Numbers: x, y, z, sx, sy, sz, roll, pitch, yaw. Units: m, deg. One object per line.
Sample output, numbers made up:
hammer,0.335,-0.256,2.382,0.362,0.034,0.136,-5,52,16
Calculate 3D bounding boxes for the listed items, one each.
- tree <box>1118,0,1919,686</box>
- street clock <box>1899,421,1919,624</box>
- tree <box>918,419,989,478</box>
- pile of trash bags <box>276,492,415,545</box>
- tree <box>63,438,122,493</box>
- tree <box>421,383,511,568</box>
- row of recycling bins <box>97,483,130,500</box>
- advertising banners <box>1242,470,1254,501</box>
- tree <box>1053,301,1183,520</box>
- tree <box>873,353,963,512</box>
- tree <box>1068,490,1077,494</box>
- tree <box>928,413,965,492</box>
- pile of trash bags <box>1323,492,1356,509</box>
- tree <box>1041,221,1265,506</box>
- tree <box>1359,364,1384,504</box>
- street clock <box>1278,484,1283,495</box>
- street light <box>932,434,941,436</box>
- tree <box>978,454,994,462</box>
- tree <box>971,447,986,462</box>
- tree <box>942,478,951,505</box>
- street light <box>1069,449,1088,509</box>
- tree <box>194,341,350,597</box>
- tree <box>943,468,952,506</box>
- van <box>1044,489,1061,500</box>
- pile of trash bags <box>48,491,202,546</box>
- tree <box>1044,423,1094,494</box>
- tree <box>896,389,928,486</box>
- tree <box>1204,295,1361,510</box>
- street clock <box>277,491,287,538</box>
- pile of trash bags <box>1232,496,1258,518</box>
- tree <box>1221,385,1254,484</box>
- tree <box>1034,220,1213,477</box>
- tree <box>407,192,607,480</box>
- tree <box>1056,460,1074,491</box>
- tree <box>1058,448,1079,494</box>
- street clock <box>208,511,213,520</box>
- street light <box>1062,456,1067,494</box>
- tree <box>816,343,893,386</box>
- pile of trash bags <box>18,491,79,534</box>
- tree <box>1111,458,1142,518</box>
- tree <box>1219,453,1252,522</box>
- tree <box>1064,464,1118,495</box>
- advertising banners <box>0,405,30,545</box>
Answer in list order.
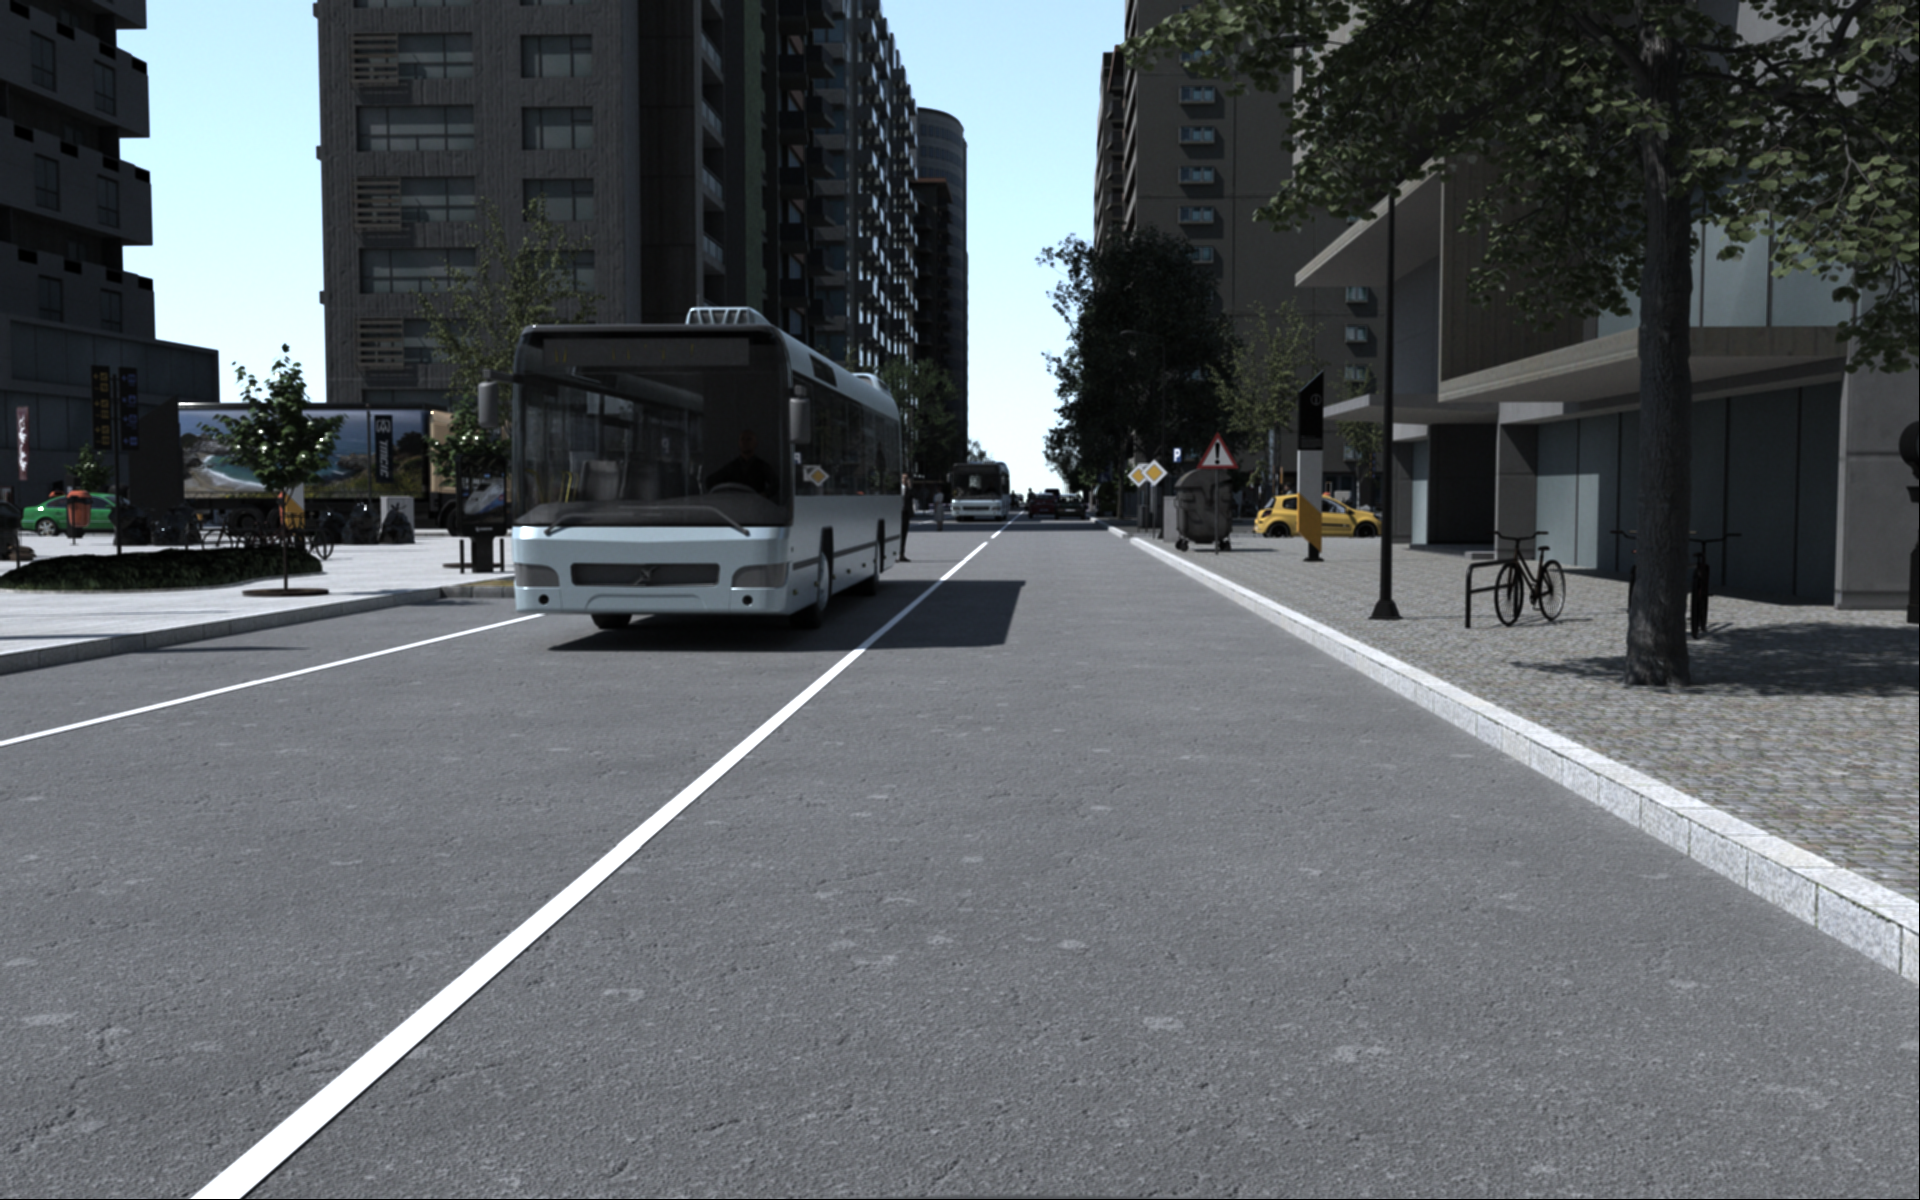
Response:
tree,4.540,-5.729,11.791,7.486,12.596,7.792,0,3,0
street clock,9.532,-0.767,17.103,0.471,2.002,0.358,-1,4,-11
tree,-0.583,-16.489,204.011,8.767,10.594,7.601,0,4,-8
pile of trash bags,-15.714,-2.092,43.951,1.912,1.369,3.447,2,4,35
tree,-30.332,-4.009,60.155,1.663,3.219,1.824,0,3,0
tree,-8.700,-2.191,30.426,1.663,3.219,1.824,0,3,0
row of recycling bins,-31.209,-3.559,65.301,3.534,1.692,1.069,1,4,14
advertising banners,20.768,-8.028,127.449,2.074,3.025,0.090,0,4,-6
tree,8.151,-9.830,86.469,9.928,11.665,9.643,0,3,0
tree,-3.752,-12.285,126.619,9.928,11.665,9.643,0,3,0
tree,16.971,-16.048,256.992,1.663,3.219,1.824,0,3,0
tree,-1.961,-12.359,152.428,4.360,8.622,3.978,0,3,0
pile of trash bags,19.581,-4.954,90.743,1.912,1.369,3.447,0,4,-4
tree,8.157,-9.548,73.118,9.611,12.733,9.660,0,3,0
tree,22.281,-8.893,95.757,4.737,8.622,4.395,0,3,0
street clock,22.462,-7.147,121.431,0.358,2.002,0.471,0,4,3
street light,-2.217,-9.932,134.922,1.470,5.913,1.316,0,4,3
tree,4.326,-20.868,291.557,4.737,8.622,4.395,0,3,0
tree,2.491,-18.928,259.833,4.360,8.622,3.978,0,3,0
tree,-1.322,-11.353,180.220,1.663,3.219,1.824,0,3,0
street light,10.032,-10.544,144.928,1.470,5.913,1.316,0,4,3
tree,-8.484,-1.674,21.966,1.663,3.219,1.824,0,3,0
tree,-0.323,-12.654,190.598,4.285,4.588,4.351,0,3,0
van,10.672,-12.085,201.969,2.240,2.365,5.245,0,4,1
pile of trash bags,-20.875,-2.073,43.641,3.447,1.369,1.912,0,4,6
tree,13.987,-17.206,215.733,8.767,10.594,7.601,2,4,29
tree,-4.698,-10.044,114.583,4.360,8.622,3.978,0,3,0
tree,11.474,-6.943,63.887,4.737,8.622,4.395,0,3,0
street clock,-19.730,-2.811,50.537,0.358,2.002,0.471,1,4,10
pile of trash bags,14.384,-5.117,93.418,3.447,1.369,1.912,1,4,10
tree,16.143,-9.486,105.463,4.360,8.622,3.978,0,3,0
tree,11.276,-16.002,117.518,12.611,20.169,13.585,0,3,0
tree,-10.711,-5.582,41.624,4.737,8.622,4.395,0,3,0
tree,17.366,-20.287,282.052,4.360,8.622,3.978,0,3,0
tree,15.649,-18.107,246.406,4.737,8.622,4.395,0,3,0
street clock,-37.337,-4.988,86.126,0.358,2.002,0.471,2,4,32
street light,11.473,-12.518,177.208,1.470,5.913,1.316,0,4,3
tree,-5.886,-8.142,83.477,4.737,8.622,4.395,0,3,0
pile of trash bags,-33.019,-3.102,60.473,3.447,1.369,1.912,-3,5,-44
tree,9.050,-6.002,92.741,1.663,3.219,1.824,0,3,0
tree,12.552,-5.243,80.324,1.663,3.219,1.824,0,3,0
tree,11.101,-9.408,137.535,4.285,4.588,4.351,0,3,0
advertising banners,-19.197,-2.366,34.867,2.074,3.025,0.090,3,4,37
